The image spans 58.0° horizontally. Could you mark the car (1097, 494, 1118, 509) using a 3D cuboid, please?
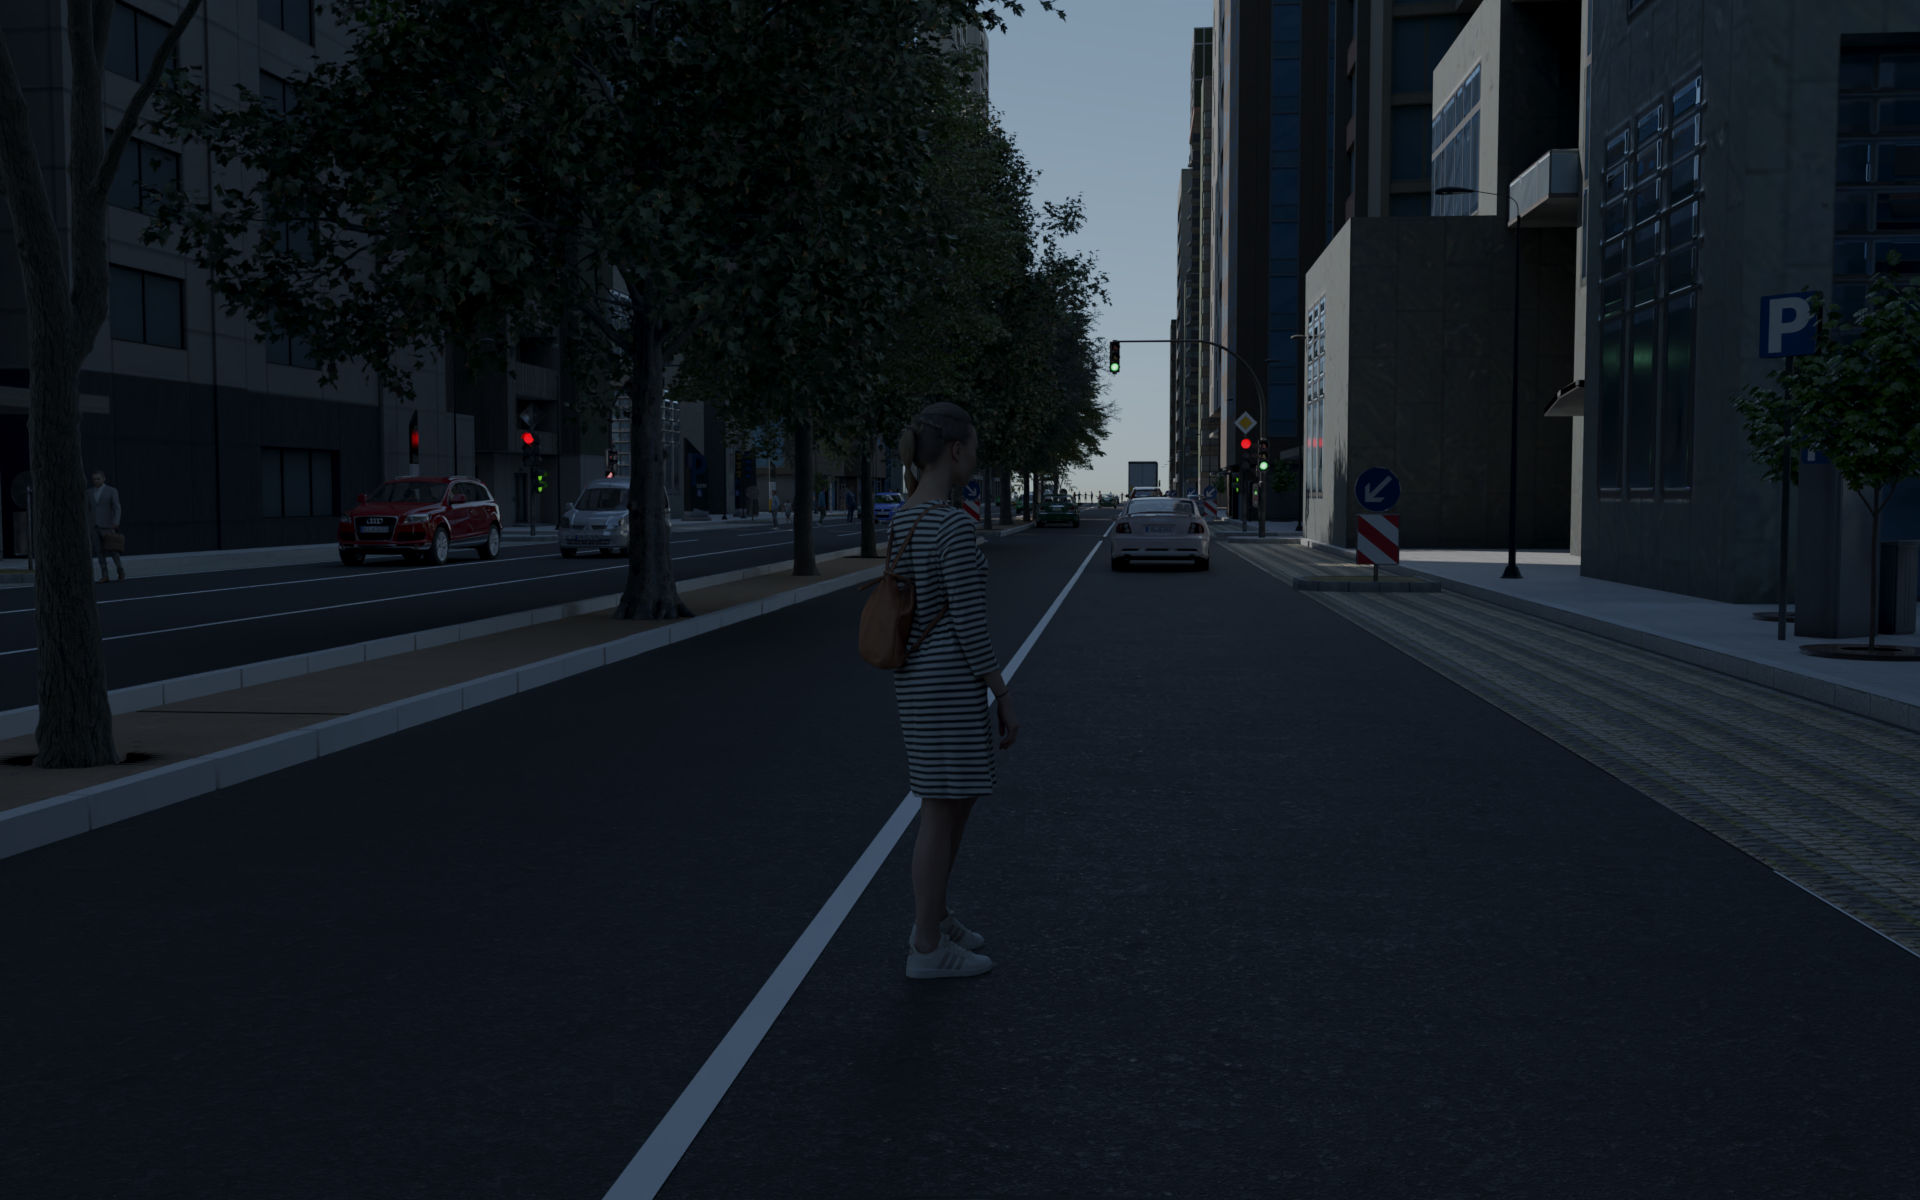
[{"bbox_3d":[14.434,-9.655,169.652,2.131,1.459,4.920,0,4,5],"label":"car"}]

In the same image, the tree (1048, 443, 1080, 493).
[{"bbox_3d":[7.122,-10.711,127.936,4.360,8.622,3.978,0,3,0],"label":"tree"}]

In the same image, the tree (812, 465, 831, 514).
[{"bbox_3d":[-9.293,-7.307,114.064,1.663,3.219,1.824,0,3,0],"label":"tree"}]

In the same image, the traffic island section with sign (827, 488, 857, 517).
[{"bbox_3d":[-7.351,-6.223,110.379,1.989,1.847,2.006,0,4,6],"label":"traffic island section with sign"}]

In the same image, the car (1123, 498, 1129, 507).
[{"bbox_3d":[11.292,-5.912,109.022,2.083,1.381,4.827,0,4,7],"label":"car"}]

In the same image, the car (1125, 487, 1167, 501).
[{"bbox_3d":[10.083,-5.200,93.692,2.281,1.827,5.304,0,4,5],"label":"car"}]

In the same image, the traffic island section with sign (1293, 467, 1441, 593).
[{"bbox_3d":[6.061,-1.065,26.046,1.989,1.847,2.006,0,4,6],"label":"traffic island section with sign"}]

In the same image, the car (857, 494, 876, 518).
[{"bbox_3d":[-4.924,-5.588,103.157,2.131,1.459,4.920,0,4,7],"label":"car"}]

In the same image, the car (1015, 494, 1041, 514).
[{"bbox_3d":[5.054,-7.254,127.393,1.959,1.807,4.718,0,4,4],"label":"car"}]

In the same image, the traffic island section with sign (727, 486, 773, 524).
[{"bbox_3d":[-10.065,-4.582,83.551,1.989,1.847,2.006,0,4,6],"label":"traffic island section with sign"}]

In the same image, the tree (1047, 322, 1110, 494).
[{"bbox_3d":[3.485,-10.248,88.134,7.486,12.596,7.792,0,3,0],"label":"tree"}]

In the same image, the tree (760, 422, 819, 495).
[{"bbox_3d":[-10.212,-9.552,106.532,4.360,8.622,3.978,0,3,0],"label":"tree"}]

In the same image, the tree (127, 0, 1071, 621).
[{"bbox_3d":[-3.584,-6.116,19.465,9.611,12.733,9.660,0,3,0],"label":"tree"}]

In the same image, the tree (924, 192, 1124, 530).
[{"bbox_3d":[1.080,-9.520,68.480,12.009,13.543,11.850,0,3,0],"label":"tree"}]

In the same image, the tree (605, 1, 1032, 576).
[{"bbox_3d":[-2.652,-6.662,29.509,7.486,12.596,7.792,0,3,0],"label":"tree"}]

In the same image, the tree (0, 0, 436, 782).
[{"bbox_3d":[-4.768,-4.938,8.949,9.928,11.665,9.643,0,3,0],"label":"tree"}]

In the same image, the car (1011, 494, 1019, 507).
[{"bbox_3d":[5.212,-10.016,173.987,2.015,1.641,3.980,0,4,7],"label":"car"}]

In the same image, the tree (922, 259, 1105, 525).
[{"bbox_3d":[2.133,-10.417,79.429,9.857,13.997,8.962,0,3,0],"label":"tree"}]

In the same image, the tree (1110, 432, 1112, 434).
[{"bbox_3d":[4.286,-10.708,95.664,7.486,12.596,7.792,0,3,0],"label":"tree"}]

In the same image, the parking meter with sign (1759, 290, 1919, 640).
[{"bbox_3d":[7.932,-1.179,15.536,1.738,3.016,0.543,-2,4,-30],"label":"parking meter with sign"}]

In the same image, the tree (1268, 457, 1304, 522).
[{"bbox_3d":[14.728,-5.207,79.742,1.663,3.219,1.824,0,3,0],"label":"tree"}]

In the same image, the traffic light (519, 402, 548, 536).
[{"bbox_3d":[-13.093,-3.923,53.058,0.839,4.253,0.868,0,4,6],"label":"traffic light"}]

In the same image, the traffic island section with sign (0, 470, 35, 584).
[{"bbox_3d":[-15.636,-1.211,28.432,1.989,1.847,2.006,0,4,6],"label":"traffic island section with sign"}]

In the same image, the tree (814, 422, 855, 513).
[{"bbox_3d":[-8.553,-10.231,117.644,4.737,8.622,4.395,0,3,0],"label":"tree"}]

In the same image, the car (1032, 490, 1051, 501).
[{"bbox_3d":[7.086,-8.736,151.504,2.281,1.827,5.304,0,4,6],"label":"car"}]

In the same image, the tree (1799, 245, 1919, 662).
[{"bbox_3d":[7.296,-1.158,13.543,1.663,3.219,1.824,0,3,0],"label":"tree"}]

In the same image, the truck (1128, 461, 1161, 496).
[{"bbox_3d":[16.216,-10.024,152.800,2.839,4.237,11.283,0,4,7],"label":"truck"}]

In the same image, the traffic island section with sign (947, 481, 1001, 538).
[{"bbox_3d":[0.441,-3.142,59.512,2.006,1.907,1.989,0,4,6],"label":"traffic island section with sign"}]

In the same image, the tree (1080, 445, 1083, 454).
[{"bbox_3d":[7.650,-10.996,132.602,4.737,8.622,4.395,0,3,0],"label":"tree"}]

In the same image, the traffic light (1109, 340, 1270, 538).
[{"bbox_3d":[6.768,-4.665,50.935,4.771,5.953,1.251,0,4,6],"label":"traffic light"}]

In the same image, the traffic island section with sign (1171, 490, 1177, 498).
[{"bbox_3d":[14.387,-6.112,108.558,1.989,1.847,2.006,0,4,6],"label":"traffic island section with sign"}]

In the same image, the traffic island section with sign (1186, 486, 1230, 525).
[{"bbox_3d":[11.675,-4.472,81.739,1.989,1.847,2.006,0,4,6],"label":"traffic island section with sign"}]

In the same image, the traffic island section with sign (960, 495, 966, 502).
[{"bbox_3d":[0.374,-10.903,186.894,1.989,1.847,2.006,0,4,6],"label":"traffic island section with sign"}]

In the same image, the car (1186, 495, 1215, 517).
[{"bbox_3d":[13.733,-5.380,99.963,2.014,1.417,4.499,0,4,4],"label":"car"}]

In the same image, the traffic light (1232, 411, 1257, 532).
[{"bbox_3d":[9.660,-4.275,58.811,0.839,4.253,0.868,0,4,6],"label":"traffic light"}]

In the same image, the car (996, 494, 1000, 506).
[{"bbox_3d":[5.261,-11.997,204.950,1.959,1.807,4.718,0,4,8],"label":"car"}]

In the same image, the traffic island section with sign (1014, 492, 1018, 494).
[{"bbox_3d":[8.712,-15.965,269.648,1.989,1.847,2.006,0,4,6],"label":"traffic island section with sign"}]

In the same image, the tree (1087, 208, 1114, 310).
[{"bbox_3d":[-0.569,-7.863,48.031,9.611,12.733,9.660,0,3,0],"label":"tree"}]

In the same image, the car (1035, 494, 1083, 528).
[{"bbox_3d":[4.263,-3.863,74.958,2.131,1.459,4.920,0,4,5],"label":"car"}]

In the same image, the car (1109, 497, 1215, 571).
[{"bbox_3d":[3.944,-1.319,33.927,2.083,1.381,4.827,0,4,7],"label":"car"}]

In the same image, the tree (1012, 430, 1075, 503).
[{"bbox_3d":[4.648,-9.127,102.049,4.737,8.622,4.395,0,3,0],"label":"tree"}]

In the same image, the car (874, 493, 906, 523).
[{"bbox_3d":[-3.583,-4.641,85.464,1.945,1.707,3.694,0,4,5],"label":"car"}]

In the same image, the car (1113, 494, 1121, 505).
[{"bbox_3d":[21.165,-13.904,239.328,2.014,1.417,4.499,0,4,6],"label":"car"}]

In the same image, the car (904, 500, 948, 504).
[{"bbox_3d":[-1.372,-4.047,74.962,1.959,1.807,4.718,0,4,6],"label":"car"}]

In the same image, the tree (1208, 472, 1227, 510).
[{"bbox_3d":[20.703,-8.728,137.300,1.663,3.219,1.824,0,3,0],"label":"tree"}]

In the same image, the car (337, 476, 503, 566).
[{"bbox_3d":[-11.289,-1.701,36.479,2.281,1.827,5.304,0,4,4],"label":"car"}]

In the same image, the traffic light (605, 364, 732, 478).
[{"bbox_3d":[-10.201,-5.270,60.828,4.771,5.953,1.251,0,4,6],"label":"traffic light"}]

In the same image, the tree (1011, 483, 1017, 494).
[{"bbox_3d":[8.579,-18.188,291.980,1.663,3.219,1.824,0,3,0],"label":"tree"}]

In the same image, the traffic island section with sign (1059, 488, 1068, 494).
[{"bbox_3d":[7.978,-7.715,134.273,2.006,1.907,1.989,0,4,6],"label":"traffic island section with sign"}]

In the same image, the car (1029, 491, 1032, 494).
[{"bbox_3d":[10.274,-14.880,251.968,2.281,1.827,5.304,0,4,8],"label":"car"}]
